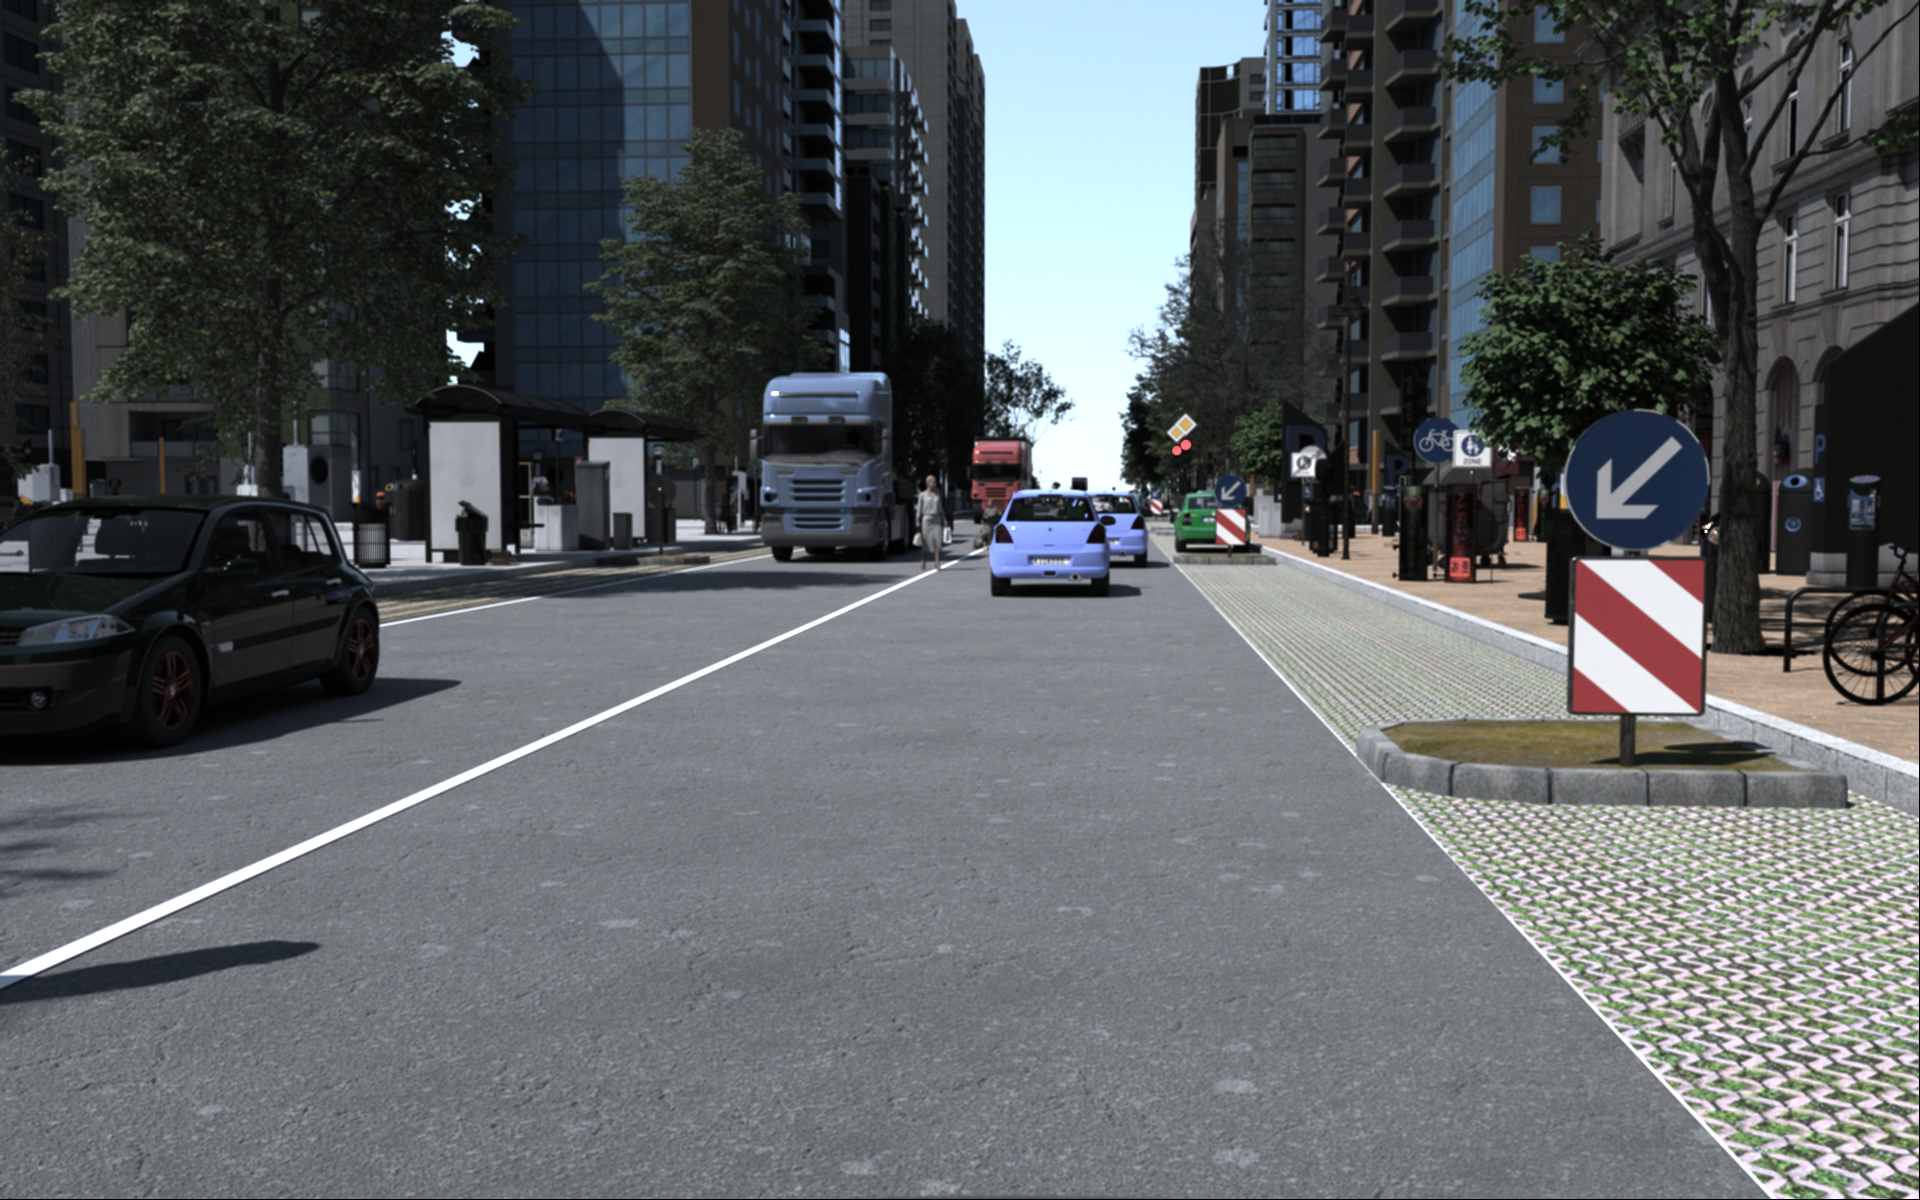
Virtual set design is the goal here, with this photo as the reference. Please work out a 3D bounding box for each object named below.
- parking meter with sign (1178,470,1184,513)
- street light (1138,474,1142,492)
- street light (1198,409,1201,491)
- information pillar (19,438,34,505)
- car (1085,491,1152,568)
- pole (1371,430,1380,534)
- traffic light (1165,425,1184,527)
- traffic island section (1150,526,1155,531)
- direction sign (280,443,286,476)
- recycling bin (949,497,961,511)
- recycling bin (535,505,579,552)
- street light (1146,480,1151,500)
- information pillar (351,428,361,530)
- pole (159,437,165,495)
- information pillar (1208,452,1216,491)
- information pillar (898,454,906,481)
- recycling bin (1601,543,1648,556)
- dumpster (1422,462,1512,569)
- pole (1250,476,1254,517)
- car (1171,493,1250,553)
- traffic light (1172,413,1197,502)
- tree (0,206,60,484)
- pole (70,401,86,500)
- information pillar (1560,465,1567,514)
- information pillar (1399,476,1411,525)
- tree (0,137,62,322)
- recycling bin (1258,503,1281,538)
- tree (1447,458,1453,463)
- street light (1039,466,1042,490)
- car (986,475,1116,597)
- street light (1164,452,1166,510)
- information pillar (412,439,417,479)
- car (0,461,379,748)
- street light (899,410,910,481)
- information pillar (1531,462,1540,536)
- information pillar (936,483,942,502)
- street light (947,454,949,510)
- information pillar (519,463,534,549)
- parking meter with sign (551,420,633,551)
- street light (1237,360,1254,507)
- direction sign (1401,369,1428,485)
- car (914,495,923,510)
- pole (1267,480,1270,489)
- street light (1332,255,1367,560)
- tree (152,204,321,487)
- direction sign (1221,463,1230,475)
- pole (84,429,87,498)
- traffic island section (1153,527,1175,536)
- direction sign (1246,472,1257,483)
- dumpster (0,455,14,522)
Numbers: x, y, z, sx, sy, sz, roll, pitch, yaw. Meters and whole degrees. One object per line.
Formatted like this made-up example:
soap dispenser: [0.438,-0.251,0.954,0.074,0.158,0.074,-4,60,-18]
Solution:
parking meter with sign: [13.812,-6.918,109.373,0.543,3.016,1.738,0,4,2]
street light: [28.422,-18.542,275.942,0.468,5.910,1.993,0,4,5]
street light: [12.529,-7.216,90.771,0.468,5.910,1.993,0,4,5]
information pillar: [-38.738,-4.927,71.908,0.504,3.616,0.183,-1,4,-11]
car: [2.924,-1.554,35.006,1.945,1.707,3.694,0,4,5]
pole: [13.198,-3.740,54.987,0.158,3.312,0.155,0,3,0]
traffic light: [8.494,-4.845,68.140,0.839,4.253,0.868,0,4,5]
traffic island section: [8.533,-2.812,68.251,2.009,0.180,2.903,0,4,5]
direction sign: [-30.187,-5.172,76.556,0.876,3.537,0.379,-3,5,-43]
recycling bin: [-0.372,-7.073,128.204,0.722,1.027,0.722,3,4,38]
recycling bin: [-8.985,-1.594,38.622,0.722,1.027,0.722,1,4,19]
street light: [23.561,-15.044,218.758,0.468,5.910,1.993,0,4,5]
information pillar: [-21.333,-4.270,61.174,0.504,3.616,0.183,3,5,44]
pole: [-28.742,-4.195,62.438,0.158,3.312,0.155,0,3,0]
information pillar: [13.799,-6.343,95.061,0.504,3.616,0.183,-1,4,-22]
information pillar: [-3.378,-6.709,101.039,0.504,3.616,0.183,0,4,-7]
recycling bin: [13.626,-1.408,35.571,0.722,1.027,0.722,-2,4,-25]
dumpster: [8.841,-1.496,30.218,1.264,1.857,1.865,0,4,5]
pole: [16.456,-6.341,97.514,0.158,3.312,0.155,0,3,0]
car: [6.290,-2.117,43.405,1.959,1.807,4.718,0,4,6]
traffic light: [7.810,-4.359,60.184,0.839,4.253,0.868,0,4,5]
tree: [-23.615,-5.573,41.483,4.360,8.622,3.978,0,3,0]
pole: [-19.521,-2.717,38.268,0.158,3.312,0.155,0,3,0]
information pillar: [24.469,-4.796,69.774,0.504,3.616,0.183,2,4,30]
information pillar: [18.231,-4.066,70.977,0.304,2.012,0.304,-2,4,-30]
tree: [-18.561,-4.939,31.116,4.737,8.622,4.395,0,3,0]
recycling bin: [9.192,-2.348,50.949,0.722,1.027,0.722,1,4,19]
tree: [21.009,-4.842,73.773,1.663,3.219,1.824,0,3,0]
street light: [13.117,-18.962,282.818,0.468,5.910,1.993,0,4,5]
car: [1.338,-0.976,25.555,1.945,1.707,3.694,0,4,3]
street light: [16.883,-10.380,142.492,0.468,5.910,1.993,0,4,5]
information pillar: [-23.184,-5.036,73.689,0.183,3.616,0.504,-2,4,-32]
car: [-5.208,-0.078,11.063,2.009,1.686,4.222,0,4,4]
street light: [-3.062,-7.517,95.688,0.468,5.910,1.993,0,4,5]
information pillar: [17.580,-3.756,52.771,0.183,3.616,0.504,0,4,7]
information pillar: [-1.414,-6.859,116.644,0.304,2.012,0.304,3,5,44]
street light: [-0.841,-9.086,121.347,0.468,5.910,1.993,0,4,5]
information pillar: [-10.192,-2.213,40.680,0.304,2.012,0.304,0,4,-1]
parking meter with sign: [-8.346,-2.639,39.403,1.738,3.016,0.543,0,4,7]
street light: [9.821,-5.312,59.647,0.468,5.910,1.993,0,4,5]
direction sign: [8.304,-2.430,31.729,0.379,3.537,0.876,3,5,44]
car: [-2.043,-4.267,81.761,2.014,1.417,4.499,0,4,5]
pole: [21.432,-7.743,120.441,0.158,3.312,0.155,0,3,0]
street light: [7.556,-3.728,33.734,0.468,5.910,1.993,0,4,5]
tree: [-17.587,-5.631,42.430,4.360,8.622,3.978,0,3,0]
direction sign: [19.068,-8.099,124.417,0.379,3.537,0.876,-3,5,-40]
pole: [-27.303,-3.673,53.903,0.158,3.312,0.155,0,3,0]
traffic island section: [7.849,-2.325,60.295,2.009,0.180,2.903,0,4,5]
direction sign: [21.216,-8.208,126.204,0.876,3.537,0.379,2,4,25]
dumpster: [-10.969,-0.930,17.706,1.502,2.255,1.985,0,4,5]
